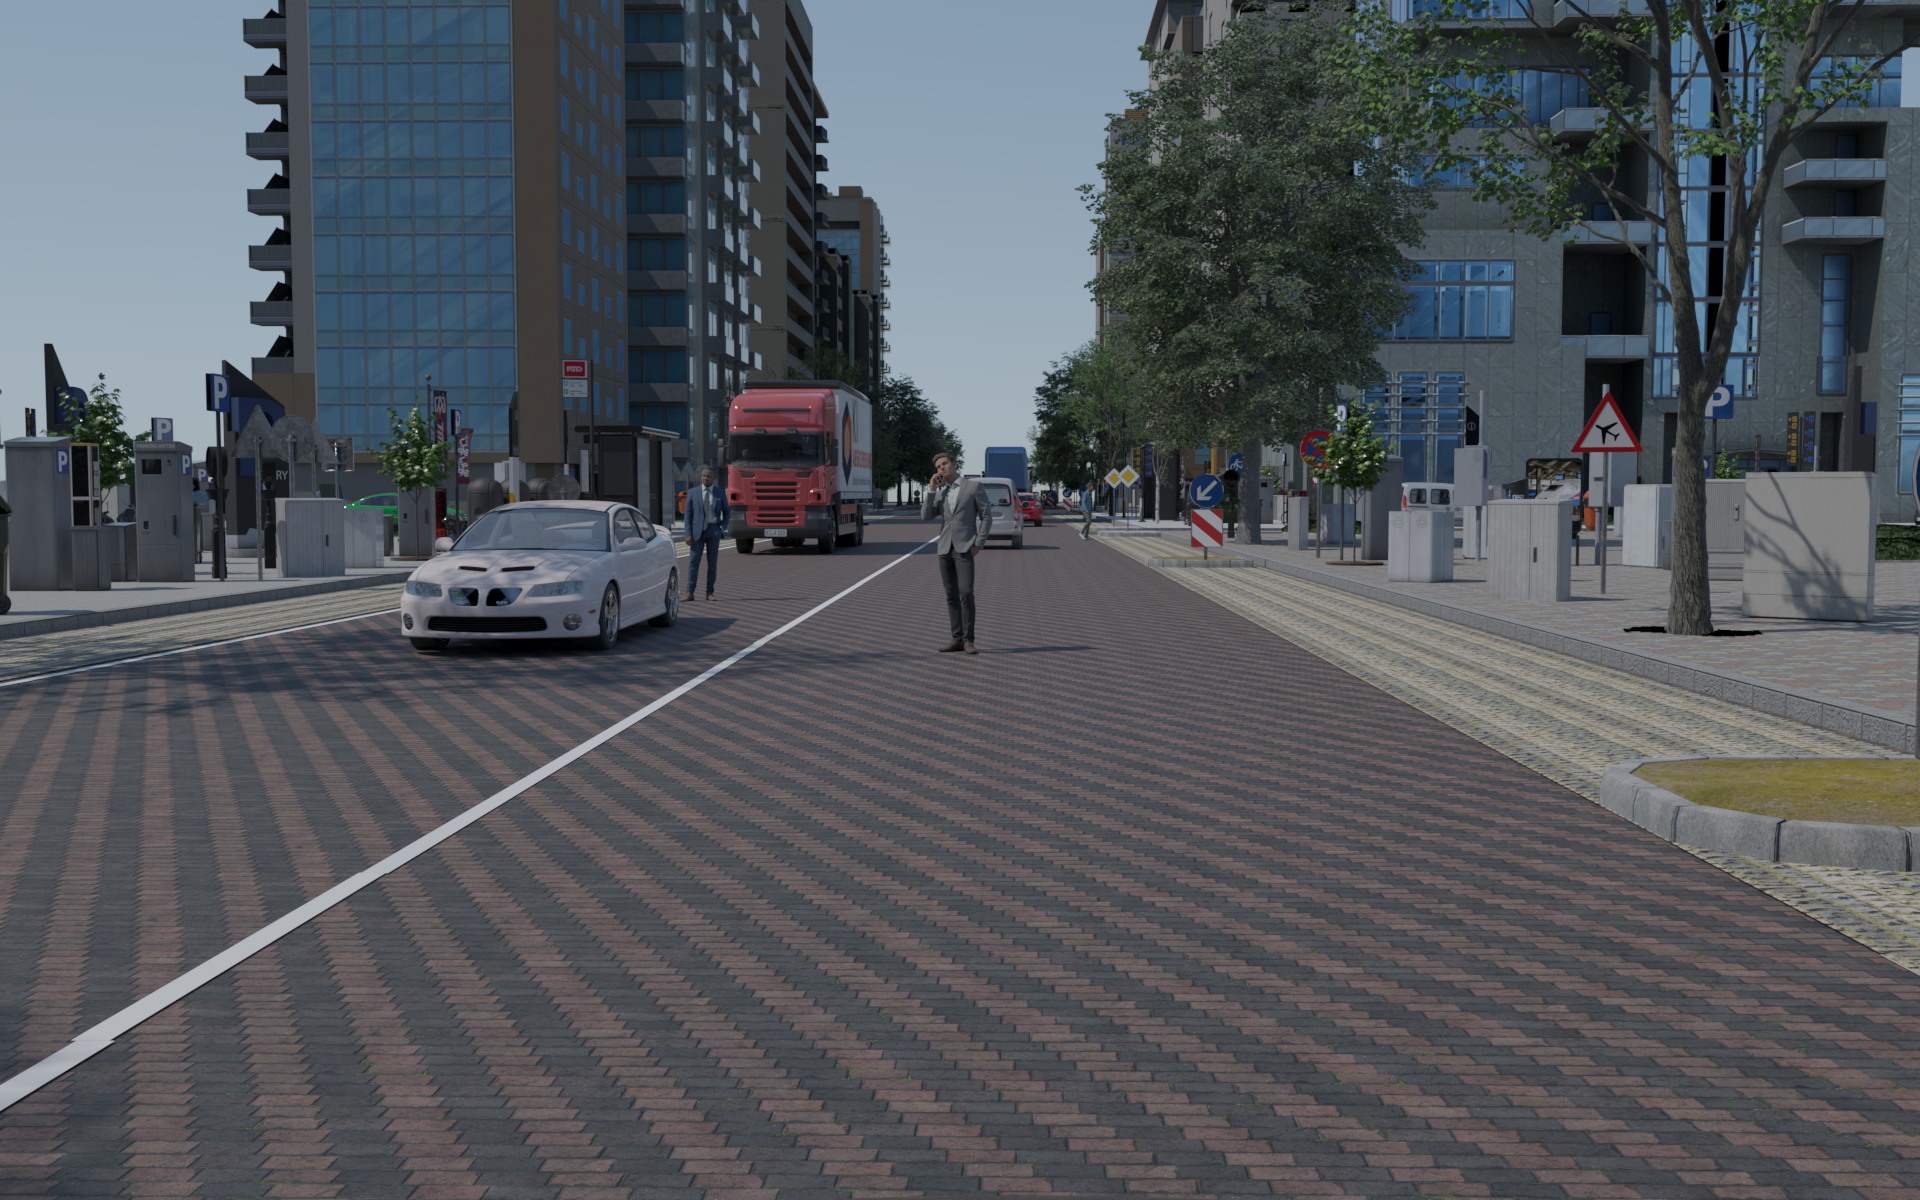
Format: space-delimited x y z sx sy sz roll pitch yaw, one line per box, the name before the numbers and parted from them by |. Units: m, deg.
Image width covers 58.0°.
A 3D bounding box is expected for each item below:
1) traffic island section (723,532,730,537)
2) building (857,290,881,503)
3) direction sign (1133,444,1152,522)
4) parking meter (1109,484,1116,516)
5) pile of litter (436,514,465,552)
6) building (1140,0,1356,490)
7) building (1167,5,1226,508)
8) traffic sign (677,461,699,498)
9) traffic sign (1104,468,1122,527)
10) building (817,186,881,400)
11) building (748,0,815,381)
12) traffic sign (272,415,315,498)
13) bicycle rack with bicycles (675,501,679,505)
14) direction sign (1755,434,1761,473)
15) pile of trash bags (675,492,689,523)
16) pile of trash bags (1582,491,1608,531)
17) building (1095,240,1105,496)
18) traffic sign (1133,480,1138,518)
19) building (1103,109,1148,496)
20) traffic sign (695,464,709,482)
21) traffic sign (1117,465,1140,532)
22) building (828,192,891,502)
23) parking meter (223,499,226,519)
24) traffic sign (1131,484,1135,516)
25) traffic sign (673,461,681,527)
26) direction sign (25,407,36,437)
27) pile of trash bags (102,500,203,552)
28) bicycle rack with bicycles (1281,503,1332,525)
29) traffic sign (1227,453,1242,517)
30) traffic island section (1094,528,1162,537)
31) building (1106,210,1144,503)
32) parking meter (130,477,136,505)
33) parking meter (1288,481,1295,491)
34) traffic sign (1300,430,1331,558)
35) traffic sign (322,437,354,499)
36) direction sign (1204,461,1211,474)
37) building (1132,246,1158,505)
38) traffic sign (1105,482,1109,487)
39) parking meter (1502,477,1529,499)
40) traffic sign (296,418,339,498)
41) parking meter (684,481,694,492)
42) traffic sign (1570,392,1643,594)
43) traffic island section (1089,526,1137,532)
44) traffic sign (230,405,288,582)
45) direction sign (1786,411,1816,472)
traffic island section | -7.187 -2.274 59.463 2.009 0.180 2.903 0 4 2
building | -18.536 -28.725 241.347 14.160 30.474 14.107 0 4 2
direction sign | 8.338 -5.327 79.094 0.876 3.537 0.379 1 4 10
parking meter | 8.866 -5.812 100.731 0.255 1.863 0.399 3 5 44
pile of litter | -11.294 -1.508 38.615 1.719 0.858 1.176 0 4 -1
building | 34.023 -36.188 180.914 28.713 52.752 27.495 0 4 2
building | 26.669 -31.219 160.537 14.600 45.320 14.200 0 4 2
traffic sign | -10.712 -4.167 68.127 0.884 2.594 0.081 0 4 7
traffic sign | 5.958 -3.874 66.987 0.795 2.450 0.064 0 4 2
building | -19.094 -37.016 255.318 14.600 45.320 14.200 0 4 2
building | -24.779 -32.421 153.789 21.300 48.544 21.600 0 4 2
traffic sign | -10.769 -1.702 27.936 0.768 2.556 0.104 0 4 5
bicycle rack with bicycles | -14.099 -4.658 89.537 2.852 0.926 2.925 -1 4 -16
direction sign | 30.423 -4.533 66.118 0.379 3.537 0.876 1 4 15
pile of trash bags | -13.454 -4.069 76.277 3.447 1.369 1.912 -2 4 -31
pile of trash bags | 15.852 -1.807 39.289 3.447 1.369 1.912 0 4 1
building | 30.144 -39.318 292.966 14.600 45.320 14.200 0 4 2
traffic sign | 9.463 -5.680 92.977 0.768 2.556 0.104 0 4 6
building | 33.083 -44.594 271.115 21.231 58.520 28.212 0 4 2
traffic sign | -11.010 -4.538 74.304 0.768 2.556 0.104 0 4 8
traffic sign | 5.725 -3.386 59.005 0.795 2.450 0.064 0 4 2
building | -22.631 -40.244 277.603 23.786 49.044 30.456 0 4 2
parking meter | -38.059 -5.130 89.590 0.255 1.863 0.399 3 4 38
traffic sign | 9.905 -6.090 99.685 0.768 2.556 0.104 0 4 6
traffic sign | -11.304 -4.184 68.409 0.884 2.594 0.081 0 4 5
direction sign | -24.452 -3.282 45.656 0.379 3.537 0.876 -1 4 -14
pile of trash bags | -17.878 -1.649 36.712 1.912 1.369 3.447 1 4 16
bicycle rack with bicycles | 14.141 -3.359 68.298 2.925 0.926 2.852 0 4 6
traffic sign | 8.634 -3.266 53.499 0.768 2.556 0.104 0 4 3
traffic island section | 5.748 -2.251 59.082 2.009 0.180 2.903 0 4 2
building | 28.194 -34.683 250.667 14.154 41.232 14.086 0 4 2
parking meter | -21.786 -2.436 45.546 0.255 1.863 0.399 -2 4 -28
parking meter | 14.469 -4.276 75.630 0.255 1.863 0.399 1 4 19
traffic sign | 7.182 -2.112 34.641 0.768 2.556 0.104 1 4 11
traffic sign | -11.206 -1.778 31.195 0.606 2.300 0.079 0 4 8
direction sign | 16.948 -7.744 118.606 0.379 3.537 0.876 3 5 40
building | 27.059 -26.353 202.568 14.160 30.474 14.107 0 4 2
traffic sign | 11.921 -8.416 137.608 0.884 2.594 0.081 1 4 10
parking meter | 8.116 -1.035 25.341 0.372 1.533 0.369 0 3 0
traffic sign | -10.985 -1.802 29.471 0.884 2.594 0.081 1 4 10
parking meter | -12.172 -4.415 77.891 0.399 1.863 0.255 -2 4 -30
traffic sign | 8.255 -1.355 22.160 0.884 2.594 0.081 1 4 9
traffic island section | 5.981 -2.739 67.063 2.009 0.180 2.903 0 4 2
traffic sign | -10.245 -1.547 25.294 0.884 2.594 0.081 0 4 7
direction sign | 23.140 -3.409 47.729 0.379 3.537 0.876 -2 4 -24
